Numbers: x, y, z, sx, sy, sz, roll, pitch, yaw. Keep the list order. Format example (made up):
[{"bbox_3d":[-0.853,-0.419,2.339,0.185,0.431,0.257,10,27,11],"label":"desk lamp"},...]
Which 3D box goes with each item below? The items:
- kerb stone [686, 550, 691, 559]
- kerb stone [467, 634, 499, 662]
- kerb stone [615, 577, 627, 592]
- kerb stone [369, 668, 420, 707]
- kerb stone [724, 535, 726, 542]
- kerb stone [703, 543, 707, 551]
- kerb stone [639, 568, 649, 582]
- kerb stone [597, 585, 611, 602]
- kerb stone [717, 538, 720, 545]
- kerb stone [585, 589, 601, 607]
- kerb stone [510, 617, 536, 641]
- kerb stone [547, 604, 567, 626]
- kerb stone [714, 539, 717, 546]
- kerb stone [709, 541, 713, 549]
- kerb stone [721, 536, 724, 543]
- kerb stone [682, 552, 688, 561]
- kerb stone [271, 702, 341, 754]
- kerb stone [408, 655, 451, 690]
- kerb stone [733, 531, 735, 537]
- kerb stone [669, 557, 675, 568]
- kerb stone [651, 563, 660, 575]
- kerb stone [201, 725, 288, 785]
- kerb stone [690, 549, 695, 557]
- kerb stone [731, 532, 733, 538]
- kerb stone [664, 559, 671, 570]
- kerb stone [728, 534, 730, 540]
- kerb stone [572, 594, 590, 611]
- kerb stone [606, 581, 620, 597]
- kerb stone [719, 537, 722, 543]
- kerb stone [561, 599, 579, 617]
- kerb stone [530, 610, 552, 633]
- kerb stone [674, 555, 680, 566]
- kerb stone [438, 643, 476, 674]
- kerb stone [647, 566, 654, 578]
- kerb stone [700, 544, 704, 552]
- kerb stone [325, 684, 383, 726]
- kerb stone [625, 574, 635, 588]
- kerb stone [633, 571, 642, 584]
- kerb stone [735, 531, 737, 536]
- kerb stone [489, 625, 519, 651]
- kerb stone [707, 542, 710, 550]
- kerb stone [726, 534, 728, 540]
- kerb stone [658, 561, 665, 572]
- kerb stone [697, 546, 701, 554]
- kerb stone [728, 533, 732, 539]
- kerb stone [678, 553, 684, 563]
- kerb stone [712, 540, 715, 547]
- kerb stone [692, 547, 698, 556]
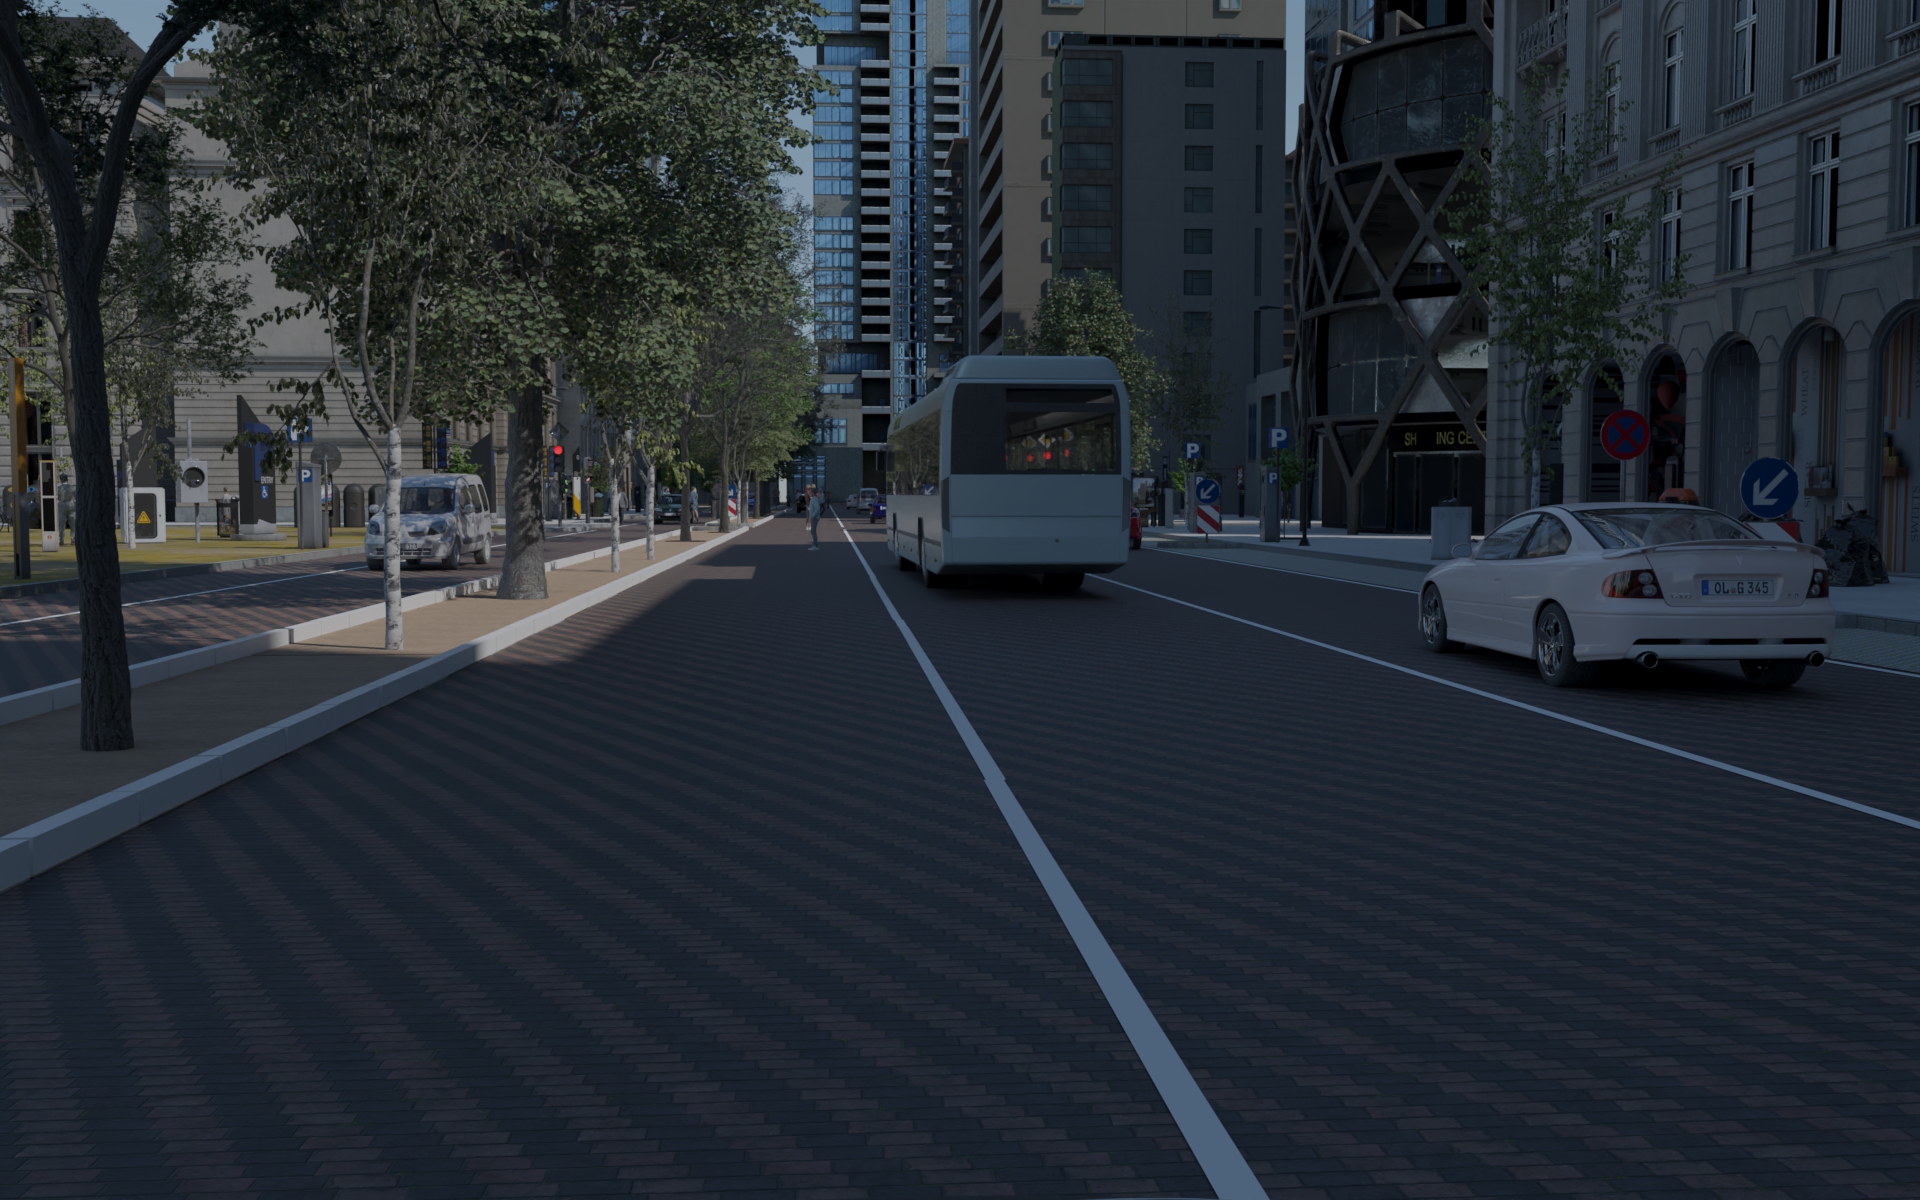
[{"bbox_3d":[-5.998,-0.933,37.636,0.120,0.150,1.000,0,4,-5],"label":"kerb stone"},{"bbox_3d":[-4.211,0.431,15.145,0.120,0.150,1.000,0,4,-5],"label":"kerb stone"},{"bbox_3d":[-5.025,-0.194,25.367,0.120,0.150,1.000,0,4,-5],"label":"kerb stone"},{"bbox_3d":[-3.967,0.618,12.085,0.120,0.150,1.000,0,4,-5],"label":"kerb stone"},{"bbox_3d":[-7.041,-1.758,50.935,0.120,0.150,1.000,0,4,-5],"label":"kerb stone"},{"bbox_3d":[-6.401,-1.257,42.753,0.120,0.150,1.000,0,4,-5],"label":"kerb stone"},{"bbox_3d":[-5.259,-0.382,28.434,0.120,0.150,1.000,0,4,-5],"label":"kerb stone"},{"bbox_3d":[-4.858,-0.069,23.326,0.120,0.150,1.000,0,4,-5],"label":"kerb stone"},{"bbox_3d":[-6.804,-1.569,47.877,0.120,0.150,1.000,0,4,-5],"label":"kerb stone"},{"bbox_3d":[-4.780,-0.007,22.307,0.120,0.150,1.000,0,4,-5],"label":"kerb stone"},{"bbox_3d":[-4.375,0.307,17.194,0.120,0.150,1.000,0,4,-5],"label":"kerb stone"},{"bbox_3d":[-4.531,0.183,19.239,0.120,0.150,1.000,0,4,-5],"label":"kerb stone"},{"bbox_3d":[-6.725,-1.508,46.850,0.120,0.150,1.000,0,4,-5],"label":"kerb stone"},{"bbox_3d":[-6.555,-1.383,44.803,0.120,0.150,1.000,0,4,-5],"label":"kerb stone"},{"bbox_3d":[-6.962,-1.693,49.916,0.120,0.150,1.000,0,4,-5],"label":"kerb stone"},{"bbox_3d":[-5.904,-0.882,36.609,0.120,0.150,1.000,0,4,-5],"label":"kerb stone"},{"bbox_3d":[-3.804,0.744,10.037,0.120,0.150,1.000,0,4,-5],"label":"kerb stone"},{"bbox_3d":[-4.043,0.556,13.104,0.120,0.150,1.000,0,4,-5],"label":"kerb stone"},{"bbox_3d":[-7.460,-2.066,56.042,0.120,0.150,1.000,0,4,-5],"label":"kerb stone"},{"bbox_3d":[-5.664,-0.693,33.542,0.120,0.150,1.000,0,4,-5],"label":"kerb stone"},{"bbox_3d":[-5.431,-0.507,30.477,0.120,0.150,1.000,0,4,-5],"label":"kerb stone"},{"bbox_3d":[-3.728,0.806,9.012,0.120,0.150,1.000,0,4,-5],"label":"kerb stone"},{"bbox_3d":[-6.069,-1.002,38.664,0.120,0.150,1.000,0,4,-5],"label":"kerb stone"},{"bbox_3d":[-7.365,-2.008,55.019,0.120,0.150,1.000,0,4,-5],"label":"kerb stone"},{"bbox_3d":[-5.587,-0.628,32.523,0.120,0.150,1.000,0,4,-5],"label":"kerb stone"},{"bbox_3d":[-7.211,-1.882,52.973,0.120,0.150,1.000,0,4,-5],"label":"kerb stone"},{"bbox_3d":[-4.705,0.056,21.288,0.120,0.150,1.000,0,4,-5],"label":"kerb stone"},{"bbox_3d":[-4.938,-0.132,24.346,0.120,0.150,1.000,0,4,-5],"label":"kerb stone"},{"bbox_3d":[-6.889,-1.633,48.895,0.120,0.150,1.000,0,4,-5],"label":"kerb stone"},{"bbox_3d":[-4.621,0.121,20.264,0.120,0.150,1.000,0,4,-5],"label":"kerb stone"},{"bbox_3d":[-4.454,0.243,18.219,0.120,0.150,1.000,0,4,-5],"label":"kerb stone"},{"bbox_3d":[-5.745,-0.756,34.561,0.120,0.150,1.000,0,4,-5],"label":"kerb stone"},{"bbox_3d":[-4.132,0.494,14.126,0.120,0.150,1.000,0,4,-5],"label":"kerb stone"},{"bbox_3d":[-5.349,-0.444,29.453,0.120,0.150,1.000,0,4,-5],"label":"kerb stone"},{"bbox_3d":[-6.321,-1.195,41.734,0.120,0.150,1.000,0,4,-5],"label":"kerb stone"},{"bbox_3d":[-3.893,0.681,11.062,0.120,0.150,1.000,0,4,-5],"label":"kerb stone"},{"bbox_3d":[-5.108,-0.257,26.396,0.120,0.150,1.000,0,4,-5],"label":"kerb stone"},{"bbox_3d":[-5.185,-0.319,27.415,0.120,0.150,1.000,0,4,-5],"label":"kerb stone"},{"bbox_3d":[-7.530,-2.132,57.061,0.120,0.150,1.000,0,4,-5],"label":"kerb stone"},{"bbox_3d":[-4.294,0.371,16.176,0.120,0.150,1.000,0,4,-5],"label":"kerb stone"},{"bbox_3d":[-6.475,-1.318,43.774,0.120,0.150,1.000,0,4,-5],"label":"kerb stone"},{"bbox_3d":[-7.115,-1.820,51.956,0.120,0.150,1.000,0,4,-5],"label":"kerb stone"},{"bbox_3d":[-5.511,-0.569,31.501,0.120,0.150,1.000,0,4,-5],"label":"kerb stone"},{"bbox_3d":[-6.238,-1.132,40.704,0.120,0.150,1.000,0,4,-5],"label":"kerb stone"},{"bbox_3d":[-7.285,-1.945,54.000,0.120,0.150,1.000,0,4,-5],"label":"kerb stone"},{"bbox_3d":[-5.825,-0.818,35.590,0.120,0.150,1.000,0,4,-5],"label":"kerb stone"},{"bbox_3d":[-6.640,-1.445,45.829,0.120,0.150,1.000,0,4,-5],"label":"kerb stone"},{"bbox_3d":[-6.152,-1.063,39.682,0.120,0.150,1.000,0,4,-5],"label":"kerb stone"}]
